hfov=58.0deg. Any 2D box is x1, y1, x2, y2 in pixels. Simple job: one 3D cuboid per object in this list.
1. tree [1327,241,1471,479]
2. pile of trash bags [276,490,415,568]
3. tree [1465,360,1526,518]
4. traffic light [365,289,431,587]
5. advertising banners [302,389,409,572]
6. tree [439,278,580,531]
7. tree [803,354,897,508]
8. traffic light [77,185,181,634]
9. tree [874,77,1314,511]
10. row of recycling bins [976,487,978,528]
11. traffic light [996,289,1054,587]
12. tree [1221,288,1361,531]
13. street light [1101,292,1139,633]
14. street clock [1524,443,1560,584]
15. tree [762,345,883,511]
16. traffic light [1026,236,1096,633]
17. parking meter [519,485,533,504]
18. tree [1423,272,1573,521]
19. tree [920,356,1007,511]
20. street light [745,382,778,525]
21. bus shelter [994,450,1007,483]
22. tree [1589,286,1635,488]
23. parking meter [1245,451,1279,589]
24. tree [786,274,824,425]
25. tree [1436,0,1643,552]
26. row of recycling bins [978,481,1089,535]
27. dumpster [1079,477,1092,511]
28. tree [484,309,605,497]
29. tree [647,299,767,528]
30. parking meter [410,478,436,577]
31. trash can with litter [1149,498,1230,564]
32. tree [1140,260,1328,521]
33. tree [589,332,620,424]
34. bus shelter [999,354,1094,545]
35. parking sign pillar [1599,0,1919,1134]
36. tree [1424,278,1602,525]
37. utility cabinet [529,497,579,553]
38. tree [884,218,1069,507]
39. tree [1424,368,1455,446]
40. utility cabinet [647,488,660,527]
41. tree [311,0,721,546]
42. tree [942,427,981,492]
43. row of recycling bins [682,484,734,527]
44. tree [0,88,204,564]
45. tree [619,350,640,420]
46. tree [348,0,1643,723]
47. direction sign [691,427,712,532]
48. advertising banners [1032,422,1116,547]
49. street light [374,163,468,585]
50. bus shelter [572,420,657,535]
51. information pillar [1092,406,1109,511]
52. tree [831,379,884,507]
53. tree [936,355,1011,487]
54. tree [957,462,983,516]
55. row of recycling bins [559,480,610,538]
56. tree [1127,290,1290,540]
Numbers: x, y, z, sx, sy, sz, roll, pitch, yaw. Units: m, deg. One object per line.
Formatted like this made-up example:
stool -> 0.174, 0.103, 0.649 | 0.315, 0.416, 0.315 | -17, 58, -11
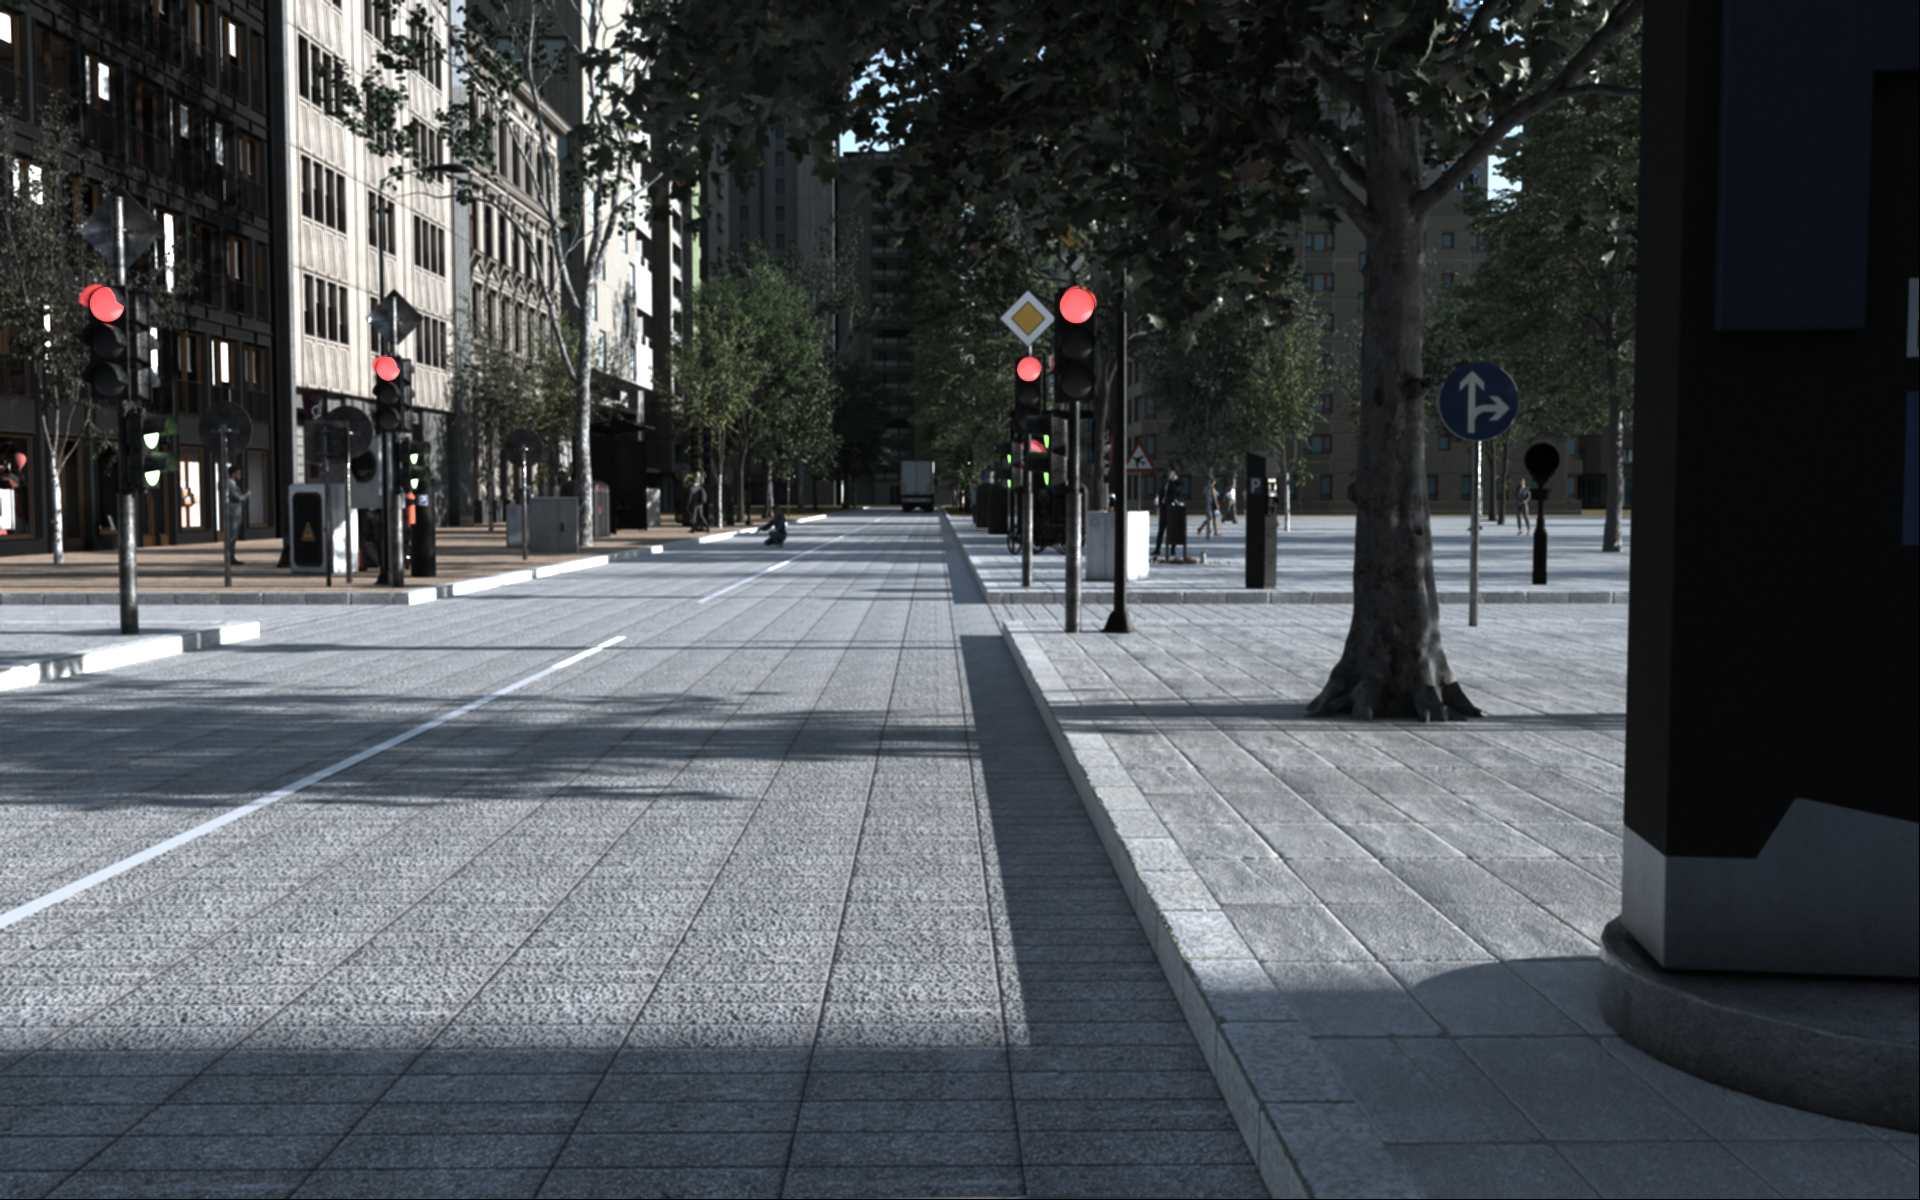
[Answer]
tree -> 13.077, -6.148, 50.885 | 4.360, 8.622, 3.978 | 0, 3, 0
pile of trash bags -> -10.751, -1.329, 31.480 | 1.912, 1.369, 3.447 | 1, 4, 12
tree -> 27.793, -8.659, 91.942 | 4.737, 8.622, 4.395 | 0, 3, 0
traffic light -> -7.742, -2.134, 23.809 | 0.839, 4.253, 0.868 | 0, 4, -1
advertising banners -> -10.047, -1.990, 28.718 | 2.074, 3.025, 0.090 | 1, 4, 20
tree -> -16.149, -6.715, 60.154 | 4.360, 8.622, 3.978 | 0, 3, 0
tree -> -10.415, -15.257, 156.100 | 9.857, 13.997, 8.962 | 0, 3, 0
traffic light -> -7.627, -1.645, 15.824 | 0.839, 4.253, 0.868 | 0, 4, -1
tree -> 2.159, -5.790, 29.085 | 8.767, 10.594, 7.601 | 2, 4, 27
row of recycling bins -> 1.100, -3.658, 66.914 | 1.069, 1.692, 3.534 | 0, 4, -3
traffic light -> 0.918, -2.142, 23.949 | 0.839, 4.253, 0.868 | 0, 4, -1
tree -> 11.086, -6.667, 59.360 | 4.737, 8.622, 4.395 | 0, 3, 0
street light -> 0.950, -2.655, 15.951 | 1.470, 5.913, 1.316 | 0, 4, -1
street clock -> 8.256, -1.226, 24.618 | 0.471, 2.002, 0.358 | 1, 4, 16
tree -> -10.993, -13.399, 129.439 | 12.009, 13.543, 11.850 | 0, 3, 0
traffic light -> 1.033, -1.654, 15.965 | 0.839, 4.253, 0.868 | 0, 4, -1
parking meter -> -11.817, -2.371, 47.179 | 0.372, 1.533, 0.369 | 0, 3, 0
tree -> 25.147, -9.556, 81.997 | 9.928, 11.665, 9.643 | 0, 3, 0
tree -> 0.646, -12.355, 127.759 | 9.928, 11.665, 9.643 | 0, 3, 0
street light -> -8.230, -6.073, 71.837 | 1.470, 5.913, 1.316 | 0, 4, -1
bus shelter -> 2.285, -4.105, 61.036 | 2.014, 3.302, 5.546 | 0, 4, -1
tree -> 25.204, -6.855, 62.445 | 4.360, 8.622, 3.978 | 0, 3, 0
parking meter -> 4.108, -1.091, 23.549 | 0.255, 1.863, 0.399 | -3, 5, -40
tree -> -9.669, -9.255, 77.068 | 9.928, 11.665, 9.643 | 0, 3, 0
tree -> 14.349, -7.372, 38.667 | 7.486, 12.596, 7.792 | 0, 3, 0
row of recycling bins -> 2.469, -2.938, 55.152 | 3.534, 1.692, 1.069 | 2, 4, 30
dumpster -> 4.227, -3.199, 58.060 | 1.264, 1.857, 1.865 | 0, 4, -1
tree -> -16.206, -7.204, 68.149 | 4.737, 8.622, 4.395 | 0, 3, 0
tree -> -9.239, -7.005, 64.895 | 4.737, 8.622, 4.395 | 0, 3, 0
parking meter -> -8.357, -1.133, 26.936 | 0.372, 1.533, 0.369 | 0, 3, 0
trash can with litter -> 3.881, -1.309, 32.463 | 1.678, 1.210, 2.233 | -2, 4, -33
tree -> 12.980, -10.774, 82.816 | 9.857, 13.997, 8.962 | 0, 3, 0
tree -> -16.791, -7.507, 73.108 | 4.360, 8.622, 3.978 | 0, 3, 0
bus shelter -> 2.233, -4.273, 47.494 | 2.179, 5.291, 8.768 | 0, 4, -1
parking sign pillar -> 2.279, -0.948, 3.971 | 1.447, 3.967, 1.447 | 0, 4, 8
tree -> 23.053, -8.437, 72.357 | 7.601, 10.594, 8.767 | 0, 4, 4
utility cabinet -> -8.912, -1.644, 38.040 | 1.020, 1.237, 0.306 | 0, 4, -4
tree -> 1.443, -9.247, 69.311 | 7.486, 12.596, 7.792 | 0, 3, 0
tree -> 22.575, -8.492, 89.206 | 4.737, 8.622, 4.395 | 0, 3, 0
utility cabinet -> -12.070, -3.568, 67.021 | 0.318, 1.500, 1.173 | 2, 4, 28
tree -> -9.632, -11.475, 43.504 | 12.611, 20.169, 13.585 | 0, 3, 0
tree -> 0.143, -12.943, 161.973 | 4.737, 8.622, 4.395 | 0, 3, 0
row of recycling bins -> -10.076, -3.829, 69.725 | 1.069, 1.692, 3.534 | 1, 4, 19
tree -> -16.441, -4.972, 31.649 | 4.360, 8.622, 3.978 | 0, 3, 0
tree -> -16.582, -7.804, 77.959 | 4.360, 8.622, 3.978 | 0, 3, 0
tree -> 2.429, -5.678, 9.848 | 9.611, 12.733, 9.660 | 0, 3, 0
direction sign -> -8.803, -4.094, 58.930 | 0.876, 3.537, 0.379 | 2, 4, 31
advertising banners -> 2.767, -2.813, 42.187 | 2.074, 3.025, 0.090 | 1, 4, 11
street light -> -7.603, -3.176, 24.477 | 1.470, 5.913, 1.316 | 0, 4, -1
bus shelter -> -11.476, -4.075, 57.903 | 1.731, 3.624, 6.357 | 0, 4, -1
information pillar -> 3.774, -3.373, 46.499 | 0.504, 3.616, 0.183 | 2, 4, 35
tree -> -10.401, -15.398, 169.892 | 7.486, 12.596, 7.792 | 0, 3, 0
tree -> 1.626, -8.626, 91.395 | 4.360, 8.622, 3.978 | 0, 3, 0
tree -> 0.620, -6.667, 103.602 | 1.663, 3.219, 1.824 | 0, 3, 0
row of recycling bins -> -11.048, -2.678, 50.891 | 1.069, 1.692, 3.534 | 0, 4, 1
tree -> 6.903, -5.996, 48.394 | 4.360, 8.622, 3.978 | 0, 3, 0
